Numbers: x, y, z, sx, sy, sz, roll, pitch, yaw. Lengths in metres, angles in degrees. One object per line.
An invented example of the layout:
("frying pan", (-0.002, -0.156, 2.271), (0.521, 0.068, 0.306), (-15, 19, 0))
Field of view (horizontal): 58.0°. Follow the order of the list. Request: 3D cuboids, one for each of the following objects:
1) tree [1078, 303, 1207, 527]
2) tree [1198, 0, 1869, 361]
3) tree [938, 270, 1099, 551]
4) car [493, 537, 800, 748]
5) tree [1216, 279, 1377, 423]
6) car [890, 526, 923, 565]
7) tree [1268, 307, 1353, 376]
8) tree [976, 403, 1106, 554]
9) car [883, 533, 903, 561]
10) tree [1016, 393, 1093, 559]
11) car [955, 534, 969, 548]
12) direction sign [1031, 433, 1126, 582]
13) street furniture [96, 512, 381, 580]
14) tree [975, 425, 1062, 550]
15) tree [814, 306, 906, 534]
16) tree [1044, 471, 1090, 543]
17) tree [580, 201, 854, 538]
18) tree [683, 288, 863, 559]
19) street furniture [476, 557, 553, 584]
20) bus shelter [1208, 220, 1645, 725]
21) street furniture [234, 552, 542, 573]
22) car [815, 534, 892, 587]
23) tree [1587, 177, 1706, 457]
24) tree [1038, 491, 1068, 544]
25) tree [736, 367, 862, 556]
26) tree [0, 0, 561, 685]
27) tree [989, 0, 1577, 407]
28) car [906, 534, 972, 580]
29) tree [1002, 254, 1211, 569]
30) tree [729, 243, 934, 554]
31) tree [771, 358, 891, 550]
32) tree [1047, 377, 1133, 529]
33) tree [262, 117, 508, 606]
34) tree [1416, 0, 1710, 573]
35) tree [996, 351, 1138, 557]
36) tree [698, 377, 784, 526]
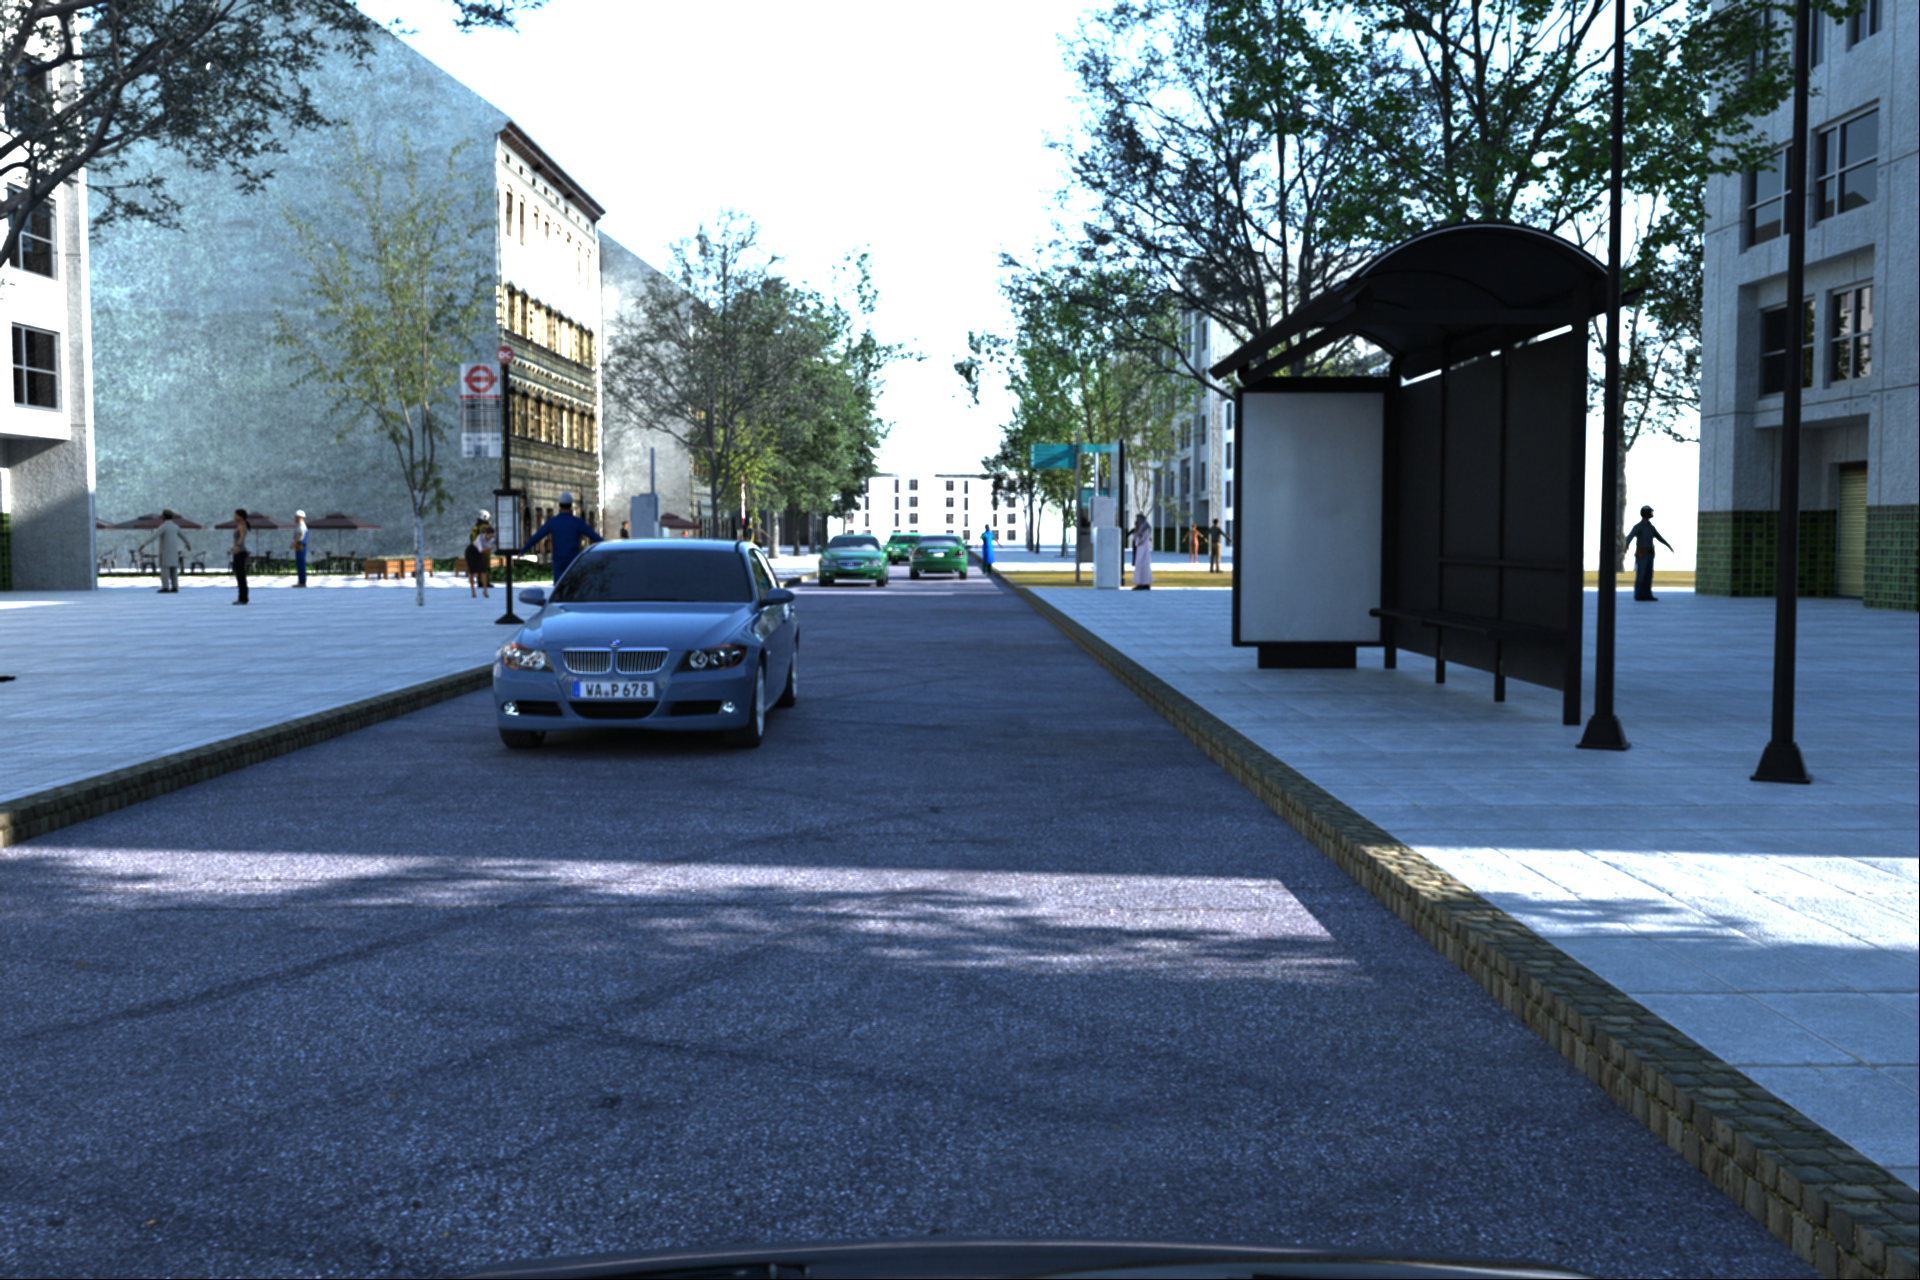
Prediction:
("tree", (5.810, -6.389, 54.821), (4.360, 8.622, 3.978), (0, 3, 0))
("tree", (6.429, -5.800, 20.593), (9.928, 11.665, 9.643), (0, 3, 0))
("tree", (4.758, -16.595, 127.210), (12.611, 20.169, 13.585), (0, 3, 0))
("car", (-2.216, -0.070, 13.144), (2.014, 1.417, 4.499), (0, 4, -1))
("tree", (9.155, -5.999, 48.452), (4.737, 8.622, 4.395), (0, 3, 0))
("car", (-2.309, -4.447, 81.503), (1.959, 1.807, 4.718), (0, 4, 0))
("tree", (11.058, -6.448, 55.788), (4.737, 8.622, 4.395), (0, 3, 0))
("tree", (5.191, -10.970, 113.766), (8.767, 10.594, 7.601), (-1, 4, -21))
("car", (-3.128, -5.176, 93.431), (1.959, 1.807, 4.718), (0, 3, 0))
("tree", (5.255, -8.470, 88.850), (4.737, 8.622, 4.395), (0, 3, 0))
("car", (-0.617, -4.670, 88.160), (2.131, 1.459, 4.920), (0, 3, 0))
("direction sign", (3.149, -3.459, 45.311), (2.525, 3.948, 1.411), (0, 4, -2))
("street furniture", (-31.380, -2.644, 48.265), (27.439, 1.986, 14.083), (0, 4, -4))
("tree", (5.359, -12.784, 143.434), (7.601, 10.594, 8.767), (2, 4, 29))
("tree", (-10.744, -17.781, 146.608), (12.611, 20.169, 13.585), (0, 3, 0))
("tree", (15.047, -19.178, 239.313), (9.928, 11.665, 9.643), (0, 3, 0))
("tree", (-8.939, -9.369, 63.548), (12.009, 13.543, 11.850), (0, 3, 0))
("tree", (-9.606, -11.108, 88.269), (9.857, 13.997, 8.962), (0, 3, 0))
("street furniture", (-9.881, -1.976, 47.927), (5.734, 0.657, 10.072), (0, 4, 2))
("bus shelter", (3.394, -1.227, 13.978), (2.014, 3.302, 5.546), (0, 3, 0))
("street furniture", (-19.267, -2.679, 59.421), (10.072, 0.657, 5.734), (0, 4, -7))
("car", (-2.965, -2.260, 48.746), (2.131, 1.459, 4.920), (0, 4, -1))
("tree", (19.082, -6.694, 43.853), (7.601, 10.594, 8.767), (1, 4, 8))
("tree", (13.059, -17.225, 231.986), (4.360, 8.622, 3.978), (0, 3, 0))
("tree", (-9.454, -10.704, 100.763), (9.928, 11.665, 9.643), (0, 3, 0))
("tree", (-8.626, -6.367, 14.463), (12.009, 13.543, 11.850), (0, 3, 0))
("tree", (6.054, -7.462, 32.367), (12.009, 13.543, 11.850), (0, 3, 0))
("car", (-0.674, -2.689, 55.760), (2.131, 1.459, 4.920), (0, 4, 0))
("tree", (5.402, -8.443, 63.795), (9.928, 11.665, 9.643), (0, 3, 0))
("tree", (-8.484, -15.681, 112.275), (12.611, 20.169, 13.585), (0, 3, 0))
("tree", (-9.978, -13.436, 126.331), (9.857, 13.997, 8.962), (0, 3, 0))
("tree", (6.004, -7.769, 77.386), (4.737, 8.622, 4.395), (0, 3, 0))
("tree", (-9.479, -4.922, 30.835), (4.360, 8.622, 3.978), (0, 3, 0))
("tree", (20.966, -12.209, 55.514), (12.611, 20.169, 13.585), (0, 3, 0))
("tree", (6.037, -10.473, 96.981), (9.928, 11.665, 9.643), (0, 3, 0))
("tree", (-9.805, -7.877, 79.150), (4.737, 8.622, 4.395), (0, 3, 0))
